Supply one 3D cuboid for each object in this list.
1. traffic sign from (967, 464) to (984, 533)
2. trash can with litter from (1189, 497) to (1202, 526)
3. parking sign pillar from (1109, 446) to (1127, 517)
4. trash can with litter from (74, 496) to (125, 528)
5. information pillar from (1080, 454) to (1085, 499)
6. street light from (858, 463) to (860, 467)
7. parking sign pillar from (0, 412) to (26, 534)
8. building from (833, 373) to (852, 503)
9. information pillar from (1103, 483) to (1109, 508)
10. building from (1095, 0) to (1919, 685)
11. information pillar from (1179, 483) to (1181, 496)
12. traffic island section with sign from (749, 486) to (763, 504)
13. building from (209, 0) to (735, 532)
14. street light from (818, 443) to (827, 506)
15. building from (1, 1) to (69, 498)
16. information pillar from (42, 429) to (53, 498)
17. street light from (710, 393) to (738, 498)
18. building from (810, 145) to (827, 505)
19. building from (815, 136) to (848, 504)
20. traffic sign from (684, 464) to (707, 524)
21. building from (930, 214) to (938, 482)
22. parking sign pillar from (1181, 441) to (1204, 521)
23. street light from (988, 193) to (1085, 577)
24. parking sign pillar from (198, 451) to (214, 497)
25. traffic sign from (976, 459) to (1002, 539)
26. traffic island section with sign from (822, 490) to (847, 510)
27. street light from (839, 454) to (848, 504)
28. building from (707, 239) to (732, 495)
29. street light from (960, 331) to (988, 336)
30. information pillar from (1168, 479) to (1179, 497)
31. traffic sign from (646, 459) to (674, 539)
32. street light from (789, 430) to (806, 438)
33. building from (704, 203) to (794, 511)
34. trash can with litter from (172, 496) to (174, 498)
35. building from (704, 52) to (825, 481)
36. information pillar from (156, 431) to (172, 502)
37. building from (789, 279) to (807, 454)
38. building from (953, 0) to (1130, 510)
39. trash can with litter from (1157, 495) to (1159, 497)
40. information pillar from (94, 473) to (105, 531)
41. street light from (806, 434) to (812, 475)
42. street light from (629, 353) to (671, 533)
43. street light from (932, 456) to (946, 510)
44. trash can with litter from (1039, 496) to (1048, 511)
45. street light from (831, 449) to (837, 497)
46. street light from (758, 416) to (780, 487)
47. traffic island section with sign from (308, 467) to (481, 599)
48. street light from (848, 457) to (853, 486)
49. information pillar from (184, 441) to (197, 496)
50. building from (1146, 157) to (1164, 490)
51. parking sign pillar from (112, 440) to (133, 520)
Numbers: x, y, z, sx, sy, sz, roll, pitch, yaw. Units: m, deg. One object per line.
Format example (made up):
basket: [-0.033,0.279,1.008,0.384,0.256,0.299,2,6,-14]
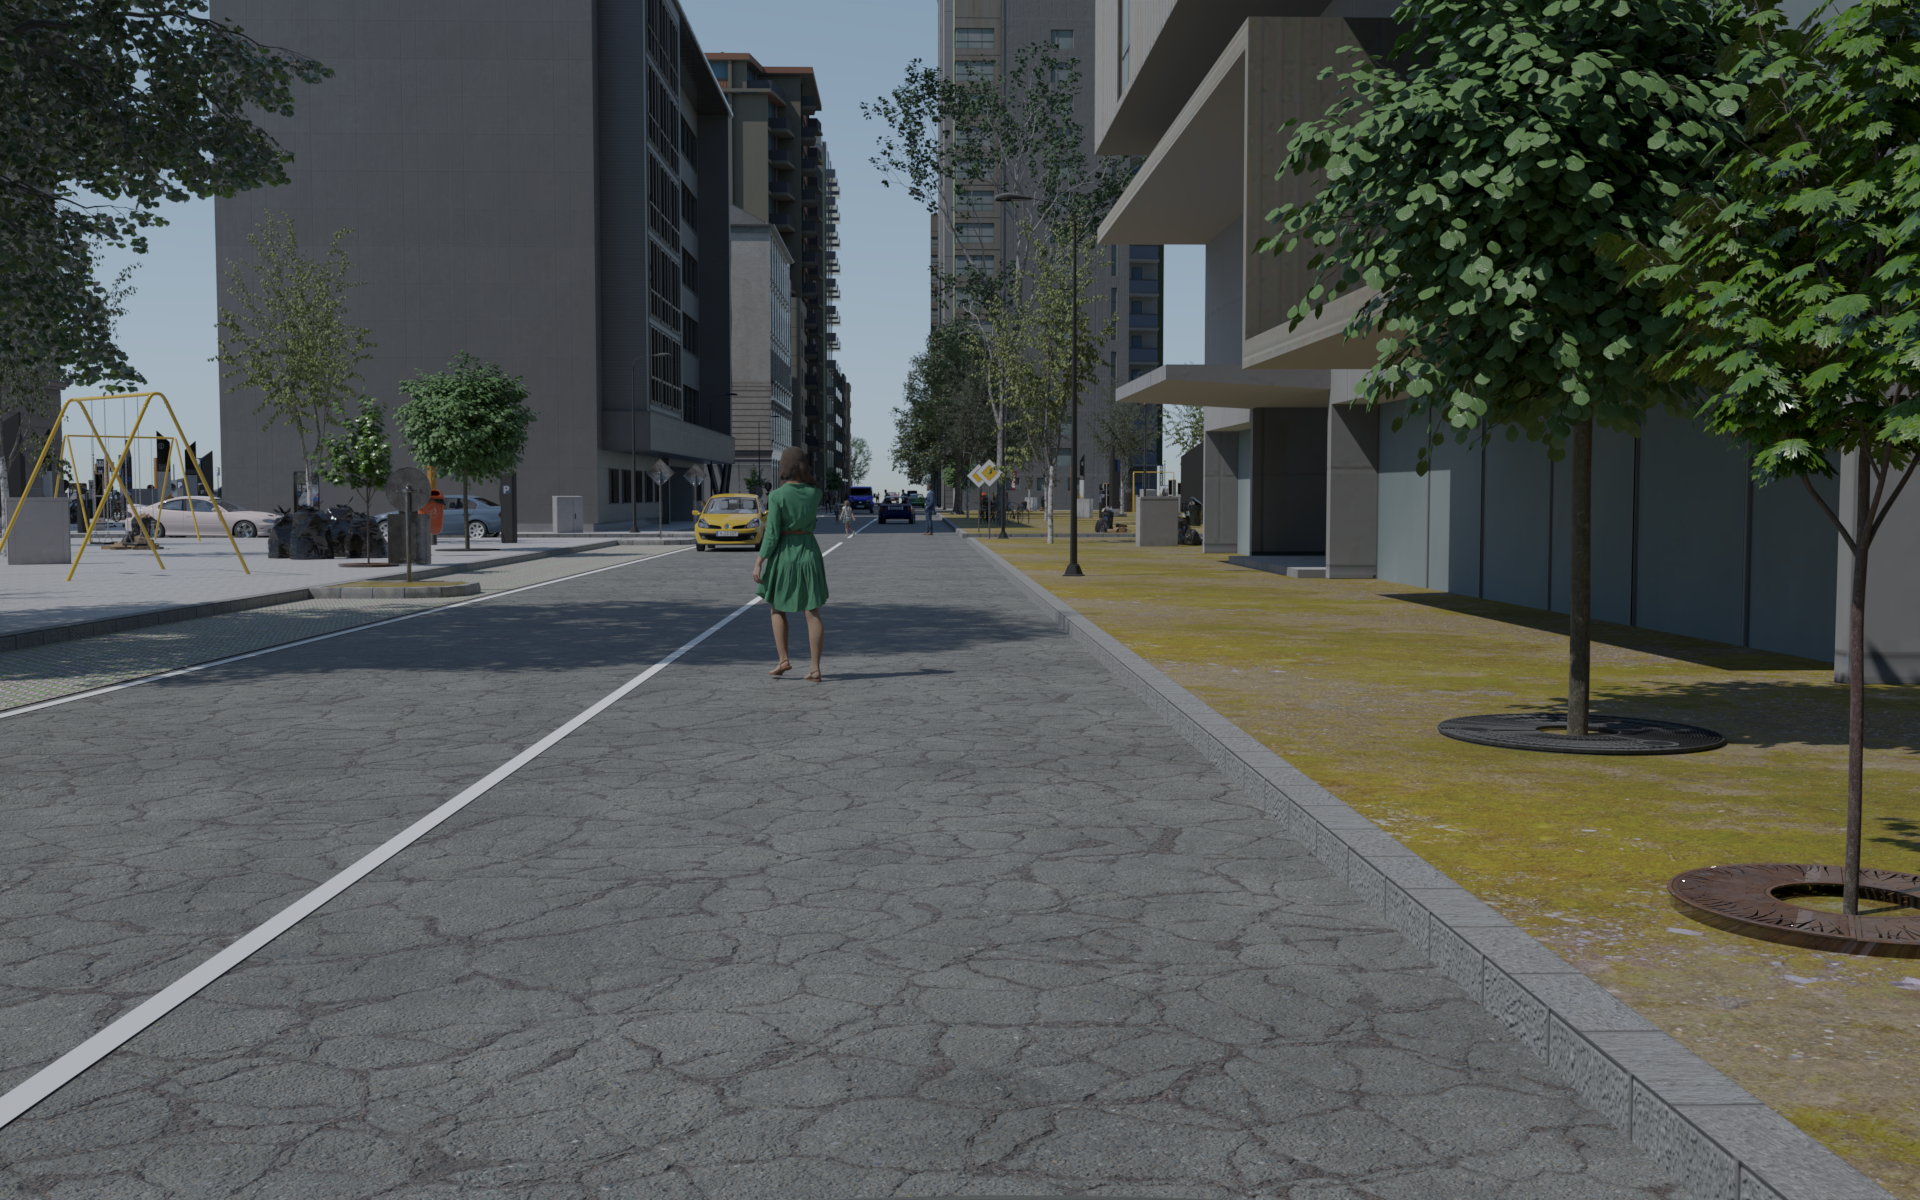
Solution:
traffic sign: [0.625,-3.303,57.647,0.795,2.450,0.064,0,4,-2]
trash can with litter: [9.635,-3.528,69.074,1.055,1.170,0.624,1,4,9]
parking sign pillar: [8.660,-6.647,97.144,1.447,3.967,1.447,0,4,-3]
trash can with litter: [-32.832,-3.390,66.484,2.233,1.210,1.678,-2,4,-31]
information pillar: [7.202,-6.764,101.953,0.183,3.616,0.504,-2,4,-24]
street light: [-15.720,-17.697,261.886,1.470,5.913,1.316,0,4,-2]
parking sign pillar: [-31.353,-4.172,56.690,1.447,3.967,1.447,-1,4,-8]
building: [-30.770,-25.492,261.826,27.650,21.520,28.899,0,4,-2]
information pillar: [9.913,-6.894,117.205,0.304,2.012,0.304,-3,5,-44]
building: [16.670,-26.594,24.057,28.713,52.752,27.495,0,4,-2]
information pillar: [13.997,-6.452,109.989,0.304,2.012,0.304,3,4,38]
traffic island section with sign: [-9.425,-4.388,80.371,1.989,1.847,2.006,0,4,-2]
building: [-18.069,-15.489,72.309,14.314,24.678,30.058,0,4,-2]
street light: [-12.898,-11.254,156.536,1.470,5.913,1.316,0,4,-2]
building: [-47.051,-16.825,62.482,23.554,28.519,14.401,0,4,-2]
information pillar: [-32.851,-4.343,62.363,0.504,3.616,0.183,2,4,33]
street light: [-10.911,-6.555,79.715,1.470,5.913,1.316,0,4,-2]
building: [-22.698,-31.419,197.292,14.154,41.232,14.086,0,4,-2]
building: [-27.308,-37.397,231.049,23.786,49.044,30.456,0,4,-2]
traffic sign: [-8.766,-3.289,57.414,0.795,2.450,0.064,0,4,-2]
building: [2.673,-34.900,254.202,14.154,41.232,14.086,0,4,-2]
parking sign pillar: [11.360,-5.833,83.844,1.447,3.967,1.447,1,4,22]
street light: [1.237,-3.326,26.924,1.470,5.913,1.316,0,4,-2]
parking sign pillar: [-46.753,-7.238,106.810,1.447,3.967,1.447,3,4,37]
traffic sign: [0.842,-2.815,49.665,0.795,2.450,0.064,0,4,-2]
traffic island section with sign: [-11.506,-9.086,157.188,1.989,1.847,2.006,0,4,-2]
street light: [-14.105,-14.020,201.775,1.470,5.913,1.316,0,4,-2]
building: [-21.334,-14.011,96.540,16.820,18.784,16.811,0,4,-2]
street light: [0.700,-4.714,49.611,1.470,5.913,1.316,0,4,-2]
information pillar: [10.672,-5.057,87.180,0.304,2.012,0.304,3,5,43]
traffic sign: [-8.550,-2.801,49.431,0.795,2.450,0.064,0,4,-2]
street light: [-12.079,-9.324,124.982,1.470,5.913,1.316,0,4,-2]
building: [-17.021,-16.576,120.171,9.793,20.994,18.267,0,4,-2]
trash can with litter: [-41.374,-4.907,91.283,2.233,1.210,1.678,0,4,8]
building: [-25.234,-31.824,174.947,22.147,44.769,28.867,0,4,-2]
information pillar: [-29.491,-4.453,64.155,0.183,3.616,0.504,3,5,41]
building: [-27.695,-18.445,146.615,27.650,21.520,28.899,0,4,-2]
building: [6.410,-28.151,143.859,14.154,41.232,14.086,0,4,-2]
trash can with litter: [14.821,-7.349,131.208,1.678,1.210,2.233,-2,4,-33]
information pillar: [-30.062,-3.426,60.502,0.304,2.012,0.304,-2,4,-27]
street light: [-12.288,-9.876,134.011,1.470,5.913,1.316,0,4,-2]
street light: [-10.224,-5.177,57.192,1.470,5.913,1.316,0,4,-2]
street light: [-1.811,-10.287,140.733,1.470,5.913,1.316,0,4,-2]
trash can with litter: [6.283,-7.235,129.685,0.624,1.170,1.055,1,4,18]
street light: [-13.568,-12.643,179.248,1.470,5.913,1.316,0,4,-2]
street light: [-11.332,-7.946,102.461,1.470,5.913,1.316,0,4,-2]
traffic island section with sign: [-7.904,-0.970,24.489,1.989,1.847,2.006,0,4,-2]
street light: [-14.476,-14.942,216.837,1.470,5.913,1.316,0,4,-2]
information pillar: [-33.720,-5.177,75.997,0.504,3.616,0.183,0,4,-7]
building: [8.733,-38.110,165.091,21.231,58.520,28.212,0,4,-2]
parking sign pillar: [-40.984,-5.911,85.113,1.447,3.967,1.447,-2,4,-33]
